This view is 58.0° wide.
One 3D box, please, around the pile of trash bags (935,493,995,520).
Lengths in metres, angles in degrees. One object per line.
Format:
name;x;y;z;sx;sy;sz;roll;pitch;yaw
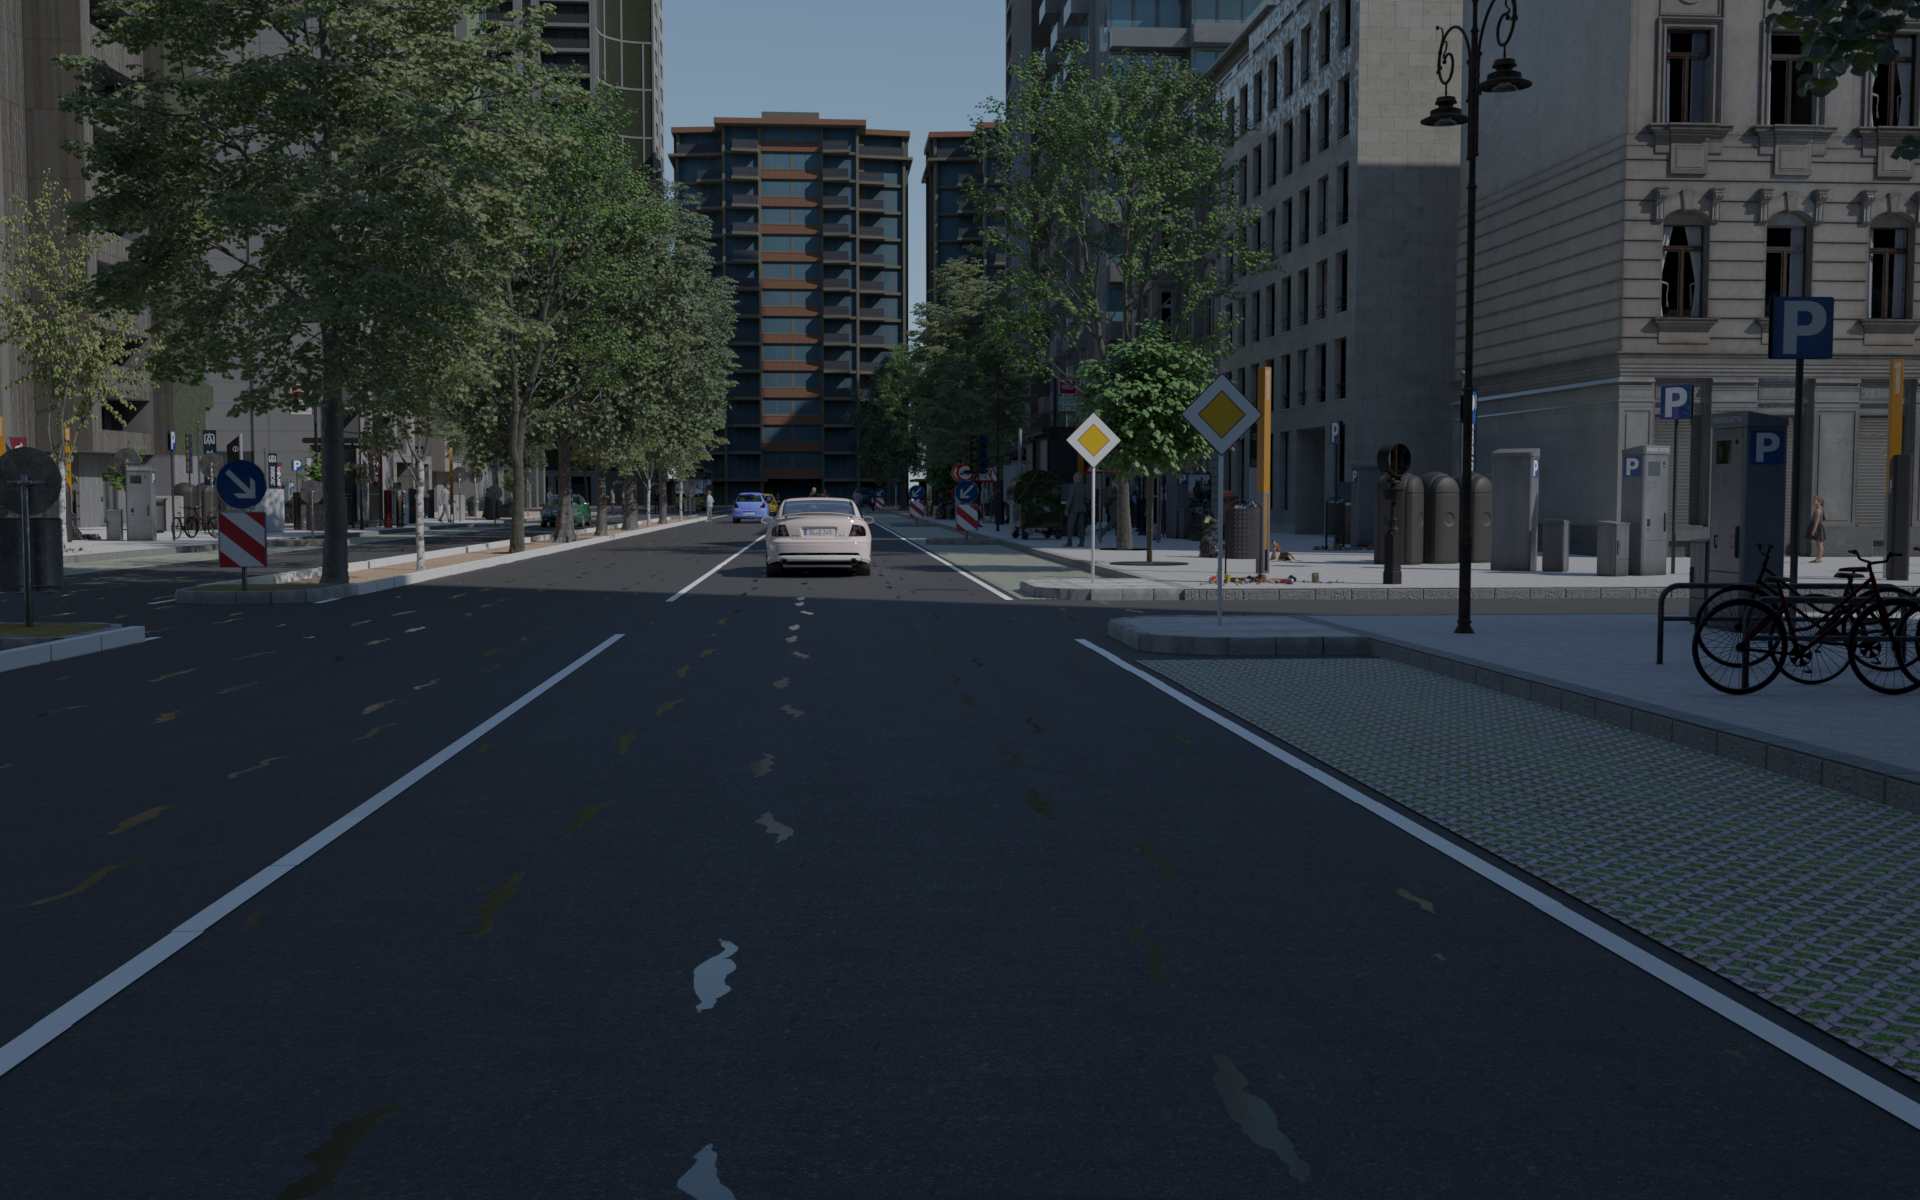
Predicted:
pile of trash bags;0.545;-4.763;87.621;3.447;1.369;1.912;-1;4;-21

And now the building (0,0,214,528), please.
building;-38.944;-18.086;67.414;14.160;30.474;14.107;0;4;-4

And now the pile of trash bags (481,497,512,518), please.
pile of trash bags;-24.711;-5.186;94.551;1.912;1.369;3.447;0;4;8

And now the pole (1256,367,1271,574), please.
pole;4.896;-2.085;27.941;0.158;3.312;0.155;0;3;0

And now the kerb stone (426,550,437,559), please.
kerb stone;-11.754;-0.978;38.178;0.120;0.150;1.000;0;4;-4

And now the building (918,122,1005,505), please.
building;8.631;-33.591;203.842;28.867;44.769;22.147;0;4;-4

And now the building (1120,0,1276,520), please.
building;15.686;-16.135;82.885;14.460;24.649;34.723;0;4;-4

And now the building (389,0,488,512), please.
building;-42.726;-26.973;124.598;14.154;41.232;14.086;0;4;-4

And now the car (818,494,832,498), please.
car;-13.514;-9.926;171.079;1.959;1.807;4.718;0;4;-5

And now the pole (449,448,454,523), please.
pole;-22.310;-5.024;75.983;0.158;3.312;0.155;0;3;0

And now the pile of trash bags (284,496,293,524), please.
pile of trash bags;-29.158;-3.996;75.093;3.447;1.369;1.912;1;4;12

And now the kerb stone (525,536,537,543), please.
kerb stone;-12.791;-1.790;51.467;0.120;0.150;1.000;0;4;-4

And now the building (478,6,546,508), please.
building;-53.993;-51.198;149.755;31.000;86.520;22.319;0;4;-4

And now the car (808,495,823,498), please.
car;-10.666;-7.090;128.500;1.945;1.354;3.894;0;4;-3

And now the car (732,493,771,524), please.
car;-10.315;-4.652;85.653;1.945;1.707;3.694;0;4;-4

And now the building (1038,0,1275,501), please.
building;17.378;-30.474;117.858;23.786;49.044;30.456;0;4;-4

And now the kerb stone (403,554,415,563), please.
kerb stone;-11.602;-0.852;36.127;0.120;0.150;1.000;0;4;-4

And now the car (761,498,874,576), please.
car;-2.598;-1.182;31.686;2.083;1.381;4.827;0;4;-5

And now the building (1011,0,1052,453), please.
building;11.747;-29.956;139.888;14.600;45.320;14.200;0;4;-4

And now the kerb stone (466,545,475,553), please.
kerb stone;-12.065;-1.226;42.270;0.120;0.150;1.000;0;4;-4

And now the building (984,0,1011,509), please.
building;13.128;-43.938;156.631;20.563;71.187;20.611;0;4;-4

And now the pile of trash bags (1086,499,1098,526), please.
pile of trash bags;4.776;-3.779;71.545;1.912;1.369;3.447;0;4;-5

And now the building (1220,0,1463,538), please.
building;15.631;-12.381;57.179;10.420;20.320;16.860;0;4;-4

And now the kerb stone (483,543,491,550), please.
kerb stone;-12.230;-1.352;44.308;0.120;0.150;1.000;0;4;-4

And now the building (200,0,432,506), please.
building;-44.430;-40.852;106.183;20.563;71.187;20.611;0;4;-4

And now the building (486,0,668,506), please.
building;-44.982;-46.456;197.803;20.611;71.187;20.563;0;4;-4

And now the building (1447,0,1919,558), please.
building;21.701;-11.647;39.573;18.267;20.994;9.793;0;4;-4

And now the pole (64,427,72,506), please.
pole;-27.375;-3.626;53.133;0.158;3.312;0.155;0;3;0

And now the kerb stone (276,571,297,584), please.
kerb stone;-10.951;-0.346;27.927;0.120;0.150;1.000;0;4;-4

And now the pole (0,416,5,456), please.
pole;-24.966;-3.139;45.162;0.158;3.312;0.155;0;3;0

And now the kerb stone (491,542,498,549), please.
kerb stone;-12.309;-1.416;45.340;0.120;0.150;1.000;0;4;-4

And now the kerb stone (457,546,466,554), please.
kerb stone;-11.991;-1.163;41.242;0.120;0.150;1.000;0;4;-4

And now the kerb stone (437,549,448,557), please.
kerb stone;-11.827;-1.040;39.201;0.120;0.150;1.000;0;4;-4

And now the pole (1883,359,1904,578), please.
pole;14.185;-1.986;26.321;0.158;3.312;0.155;0;3;0

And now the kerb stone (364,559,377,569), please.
kerb stone;-11.359;-0.660;33.049;0.120;0.150;1.000;0;4;-4

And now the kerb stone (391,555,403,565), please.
kerb stone;-11.513;-0.789;35.094;0.120;0.150;1.000;0;4;-4

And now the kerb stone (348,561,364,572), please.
kerb stone;-11.271;-0.602;32.030;0.120;0.150;1.000;0;4;-4

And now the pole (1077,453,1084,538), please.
pole;3.523;-3.470;50.574;0.158;3.312;0.155;0;3;0

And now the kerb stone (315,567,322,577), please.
kerb stone;-11.125;-0.473;29.987;0.120;0.150;1.000;0;4;-4

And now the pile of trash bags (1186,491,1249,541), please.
pile of trash bags;7.190;-2.285;47.105;1.912;1.369;3.447;0;4;4

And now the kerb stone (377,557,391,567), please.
kerb stone;-11.436;-0.726;34.069;0.120;0.150;1.000;0;4;-4

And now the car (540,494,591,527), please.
car;-17.379;-3.954;76.449;2.131;1.459;4.920;0;4;-6

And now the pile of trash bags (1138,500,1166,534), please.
pile of trash bags;7.189;-2.887;56.953;1.912;1.369;3.447;2;4;25

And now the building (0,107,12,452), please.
building;-39.122;-25.521;40.965;21.300;48.544;21.600;0;4;-4

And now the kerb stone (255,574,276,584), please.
kerb stone;-10.881;-0.288;26.906;0.120;0.150;1.000;0;4;-4

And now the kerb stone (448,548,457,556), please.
kerb stone;-11.908;-1.103;40.223;0.120;0.150;1.000;0;4;-4

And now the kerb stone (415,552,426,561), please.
kerb stone;-11.681;-0.913;37.146;0.120;0.150;1.000;0;4;-4

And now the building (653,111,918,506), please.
building;-20.230;-33.440;201.364;28.867;44.769;22.147;0;4;-4

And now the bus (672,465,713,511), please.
bus;-23.016;-9.689;149.958;2.896;3.916;12.252;0;4;-5

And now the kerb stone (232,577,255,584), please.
kerb stone;-10.792;-0.220;25.874;0.120;0.150;1.000;0;4;-4

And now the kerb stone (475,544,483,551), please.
kerb stone;-12.153;-1.290;43.288;0.120;0.150;1.000;0;4;-4

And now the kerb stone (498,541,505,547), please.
kerb stone;-12.394;-1.478;46.359;0.120;0.150;1.000;0;4;-4

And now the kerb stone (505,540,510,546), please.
kerb stone;-12.467;-1.540;47.379;0.120;0.150;1.000;0;4;-4

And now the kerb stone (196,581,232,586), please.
kerb stone;-10.718;-0.163;24.852;0.120;0.150;1.000;0;4;-4

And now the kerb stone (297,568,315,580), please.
kerb stone;-11.038;-0.413;28.957;0.120;0.150;1.000;0;4;-4

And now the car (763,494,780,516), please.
car;-12.860;-6.335;113.803;2.015;1.641;3.980;0;4;-5
